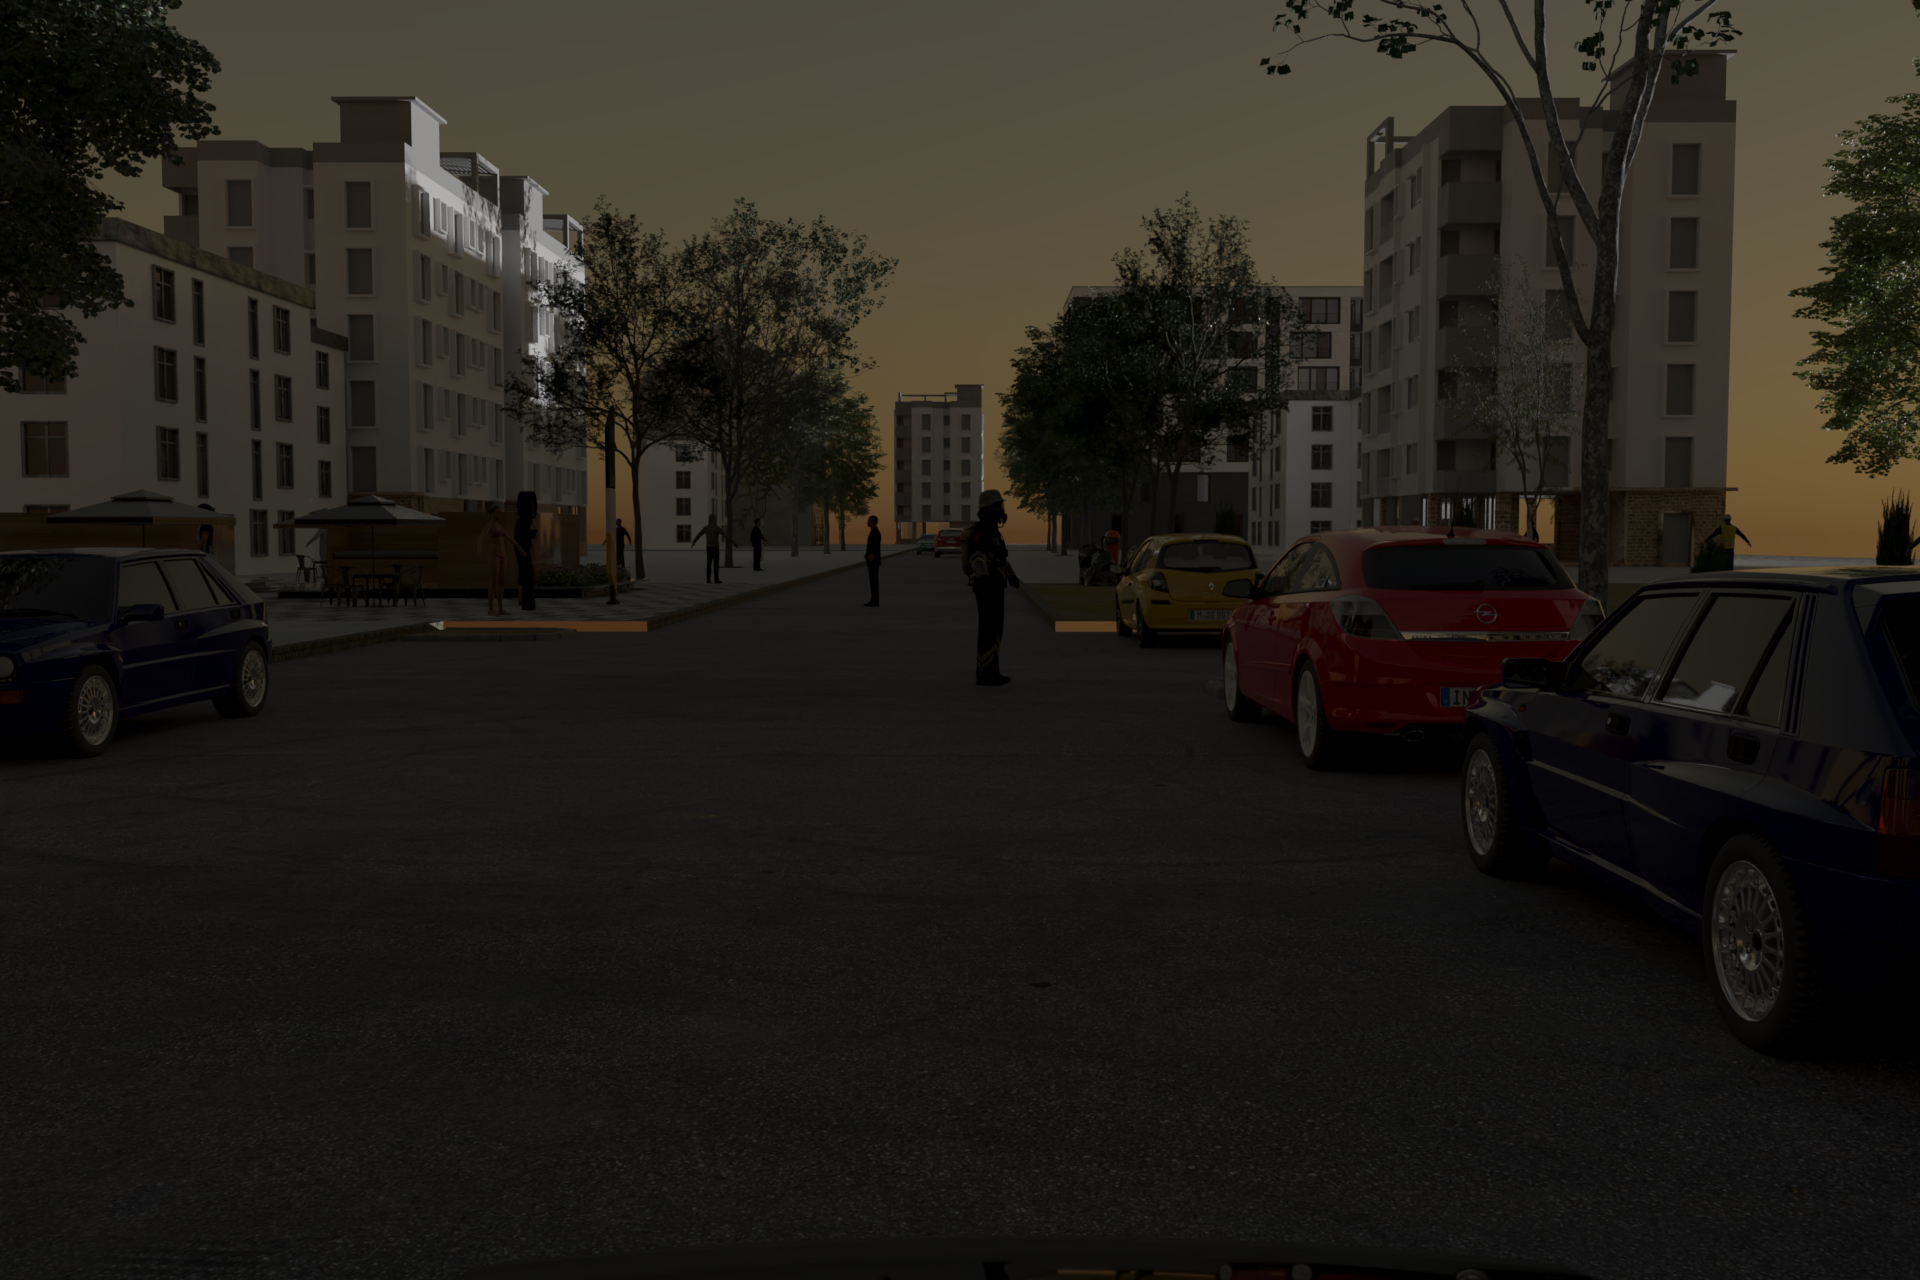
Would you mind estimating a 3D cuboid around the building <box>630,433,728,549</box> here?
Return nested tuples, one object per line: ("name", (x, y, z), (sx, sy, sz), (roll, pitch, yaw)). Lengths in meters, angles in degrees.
("building", (-25.436, -13.191, 157.818), (9.099, 9.664, 28.070), (0, 4, 0))

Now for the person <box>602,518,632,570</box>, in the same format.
("person", (-11.347, -3.140, 57.571), (1.346, 1.802, 0.704), (3, 4, 36))

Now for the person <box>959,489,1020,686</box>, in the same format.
("person", (0.315, -0.504, 16.481), (0.705, 1.856, 1.354), (1, 4, 14))

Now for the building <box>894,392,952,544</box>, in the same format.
("building", (-7.985, -22.219, 222.149), (11.380, 20.090, 16.016), (0, 4, -7))

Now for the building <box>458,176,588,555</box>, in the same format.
("building", (-27.883, -14.462, 92.879), (16.016, 20.090, 11.380), (0, 4, 1))

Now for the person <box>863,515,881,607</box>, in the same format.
("person", (-1.743, -1.568, 34.312), (0.704, 1.802, 1.346), (0, 4, -8))

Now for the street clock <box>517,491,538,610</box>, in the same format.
("street clock", (-7.270, -1.503, 29.143), (0.358, 2.002, 0.471), (0, 4, 1))

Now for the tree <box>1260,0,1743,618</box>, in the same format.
("tree", (9.279, -10.392, 25.797), (12.611, 20.169, 13.585), (0, 3, 0))

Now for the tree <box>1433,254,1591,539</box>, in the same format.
("tree", (15.033, -5.790, 45.034), (4.360, 8.622, 3.978), (0, 3, 0))

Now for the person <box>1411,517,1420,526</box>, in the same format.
("person", (12.963, -2.644, 49.688), (0.721, 1.772, 1.216), (-1, 4, -14))

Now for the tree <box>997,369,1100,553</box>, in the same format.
("tree", (6.194, -12.032, 114.855), (7.486, 12.596, 7.792), (0, 3, 0))

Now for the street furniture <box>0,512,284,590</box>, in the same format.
("street furniture", (-19.854, -1.842, 36.972), (9.812, 1.723, 11.010), (-1, 4, -10))

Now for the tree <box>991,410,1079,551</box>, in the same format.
("tree", (6.821, -13.454, 130.348), (12.009, 13.543, 11.850), (0, 3, 0))

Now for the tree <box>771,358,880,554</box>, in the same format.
("tree", (-9.006, -11.813, 111.274), (7.486, 12.596, 7.792), (0, 3, 0))

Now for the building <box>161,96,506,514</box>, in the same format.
("building", (-28.441, -13.453, 76.381), (16.016, 20.090, 11.380), (0, 4, -1))

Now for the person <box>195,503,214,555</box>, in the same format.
("person", (-13.368, -1.495, 30.594), (0.704, 1.843, 1.345), (-1, 4, -20))

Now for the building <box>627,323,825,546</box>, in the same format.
("building", (-24.576, -21.828, 187.820), (19.493, 23.208, 18.063), (0, 4, 0))

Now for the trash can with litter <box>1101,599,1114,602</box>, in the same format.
("trash can with litter", (3.519, -1.286, 32.091), (1.678, 1.210, 2.233), (0, 4, -1))

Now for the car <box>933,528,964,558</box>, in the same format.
("car", (-0.525, -5.938, 105.759), (2.281, 1.827, 5.304), (0, 4, 0))

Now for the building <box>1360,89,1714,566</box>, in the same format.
("building", (23.983, -13.675, 80.007), (16.016, 20.090, 11.380), (0, 4, 0))

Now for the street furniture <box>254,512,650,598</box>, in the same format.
("street furniture", (-9.677, -1.908, 38.057), (9.812, 1.723, 11.010), (0, 4, -1))

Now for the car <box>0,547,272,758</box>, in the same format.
("car", (-6.390, 0.018, 12.292), (1.945, 1.354, 3.894), (0, 3, 0))

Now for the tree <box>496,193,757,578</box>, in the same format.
("tree", (-9.337, -6.977, 48.486), (7.601, 10.594, 8.767), (-2, 4, -28))

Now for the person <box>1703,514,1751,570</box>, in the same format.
("person", (21.109, -2.552, 47.691), (1.349, 1.833, 0.705), (0, 4, 7))

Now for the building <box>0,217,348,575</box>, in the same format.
("building", (-26.844, -7.213, 60.080), (9.099, 9.664, 28.070), (0, 4, 0))

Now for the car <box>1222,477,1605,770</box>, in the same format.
("car", (2.972, -0.182, 12.009), (2.155, 1.783, 4.494), (0, 4, -1))

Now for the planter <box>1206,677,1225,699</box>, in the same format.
("planter", (3.252, 0.342, 15.552), (1.991, 0.319, 1.994), (0, 4, 0))

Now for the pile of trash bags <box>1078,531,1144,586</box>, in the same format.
("pile of trash bags", (3.942, -2.095, 44.012), (1.912, 1.369, 3.447), (0, 4, 1))

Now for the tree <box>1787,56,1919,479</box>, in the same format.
("tree", (22.437, -7.380, 38.793), (7.486, 12.596, 7.792), (0, 3, 0))

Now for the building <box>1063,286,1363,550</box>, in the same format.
("building", (23.238, -19.286, 159.304), (27.936, 21.610, 32.646), (0, 3, 0))

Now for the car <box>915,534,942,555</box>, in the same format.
("car", (-2.122, -6.757, 122.277), (2.131, 1.459, 4.920), (0, 3, 0))

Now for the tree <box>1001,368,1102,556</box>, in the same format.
("tree", (6.210, -10.851, 103.176), (9.928, 11.665, 9.643), (0, 3, 0))

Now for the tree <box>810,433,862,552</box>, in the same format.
("tree", (-8.676, -10.504, 122.096), (4.737, 8.622, 4.395), (0, 3, 0))

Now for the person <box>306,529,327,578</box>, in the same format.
("person", (-18.494, -2.704, 50.402), (0.705, 1.806, 1.347), (1, 4, 19))

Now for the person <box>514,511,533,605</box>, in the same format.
("person", (-7.910, -1.553, 31.523), (0.704, 1.812, 1.346), (-1, 4, -15))

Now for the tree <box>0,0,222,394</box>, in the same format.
("tree", (-12.288, -6.805, 17.915), (9.857, 13.997, 8.962), (0, 3, 0))

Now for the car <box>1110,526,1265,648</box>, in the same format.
("car", (3.071, -0.796, 23.235), (2.015, 1.641, 3.980), (0, 4, -1))

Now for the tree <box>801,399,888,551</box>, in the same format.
("tree", (-9.037, -12.609, 131.909), (9.928, 11.665, 9.643), (0, 3, 0))

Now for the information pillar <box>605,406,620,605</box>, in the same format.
("information pillar", (-6.345, -2.454, 31.477), (0.183, 3.616, 0.504), (0, 4, 1))

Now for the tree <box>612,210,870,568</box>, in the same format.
("tree", (-8.663, -9.485, 65.442), (12.009, 13.543, 11.850), (0, 3, 0))

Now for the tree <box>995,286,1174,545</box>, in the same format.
("tree", (6.652, -11.272, 90.957), (9.857, 13.997, 8.962), (0, 3, 0))

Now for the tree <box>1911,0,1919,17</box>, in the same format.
("tree", (8.369, -5.552, 8.900), (7.486, 12.596, 7.792), (0, 3, 0))

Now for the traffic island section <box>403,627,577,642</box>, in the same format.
("traffic island section", (-6.431, -0.073, 24.061), (1.991, 0.108, 1.994), (0, 4, 1))

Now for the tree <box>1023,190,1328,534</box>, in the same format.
("tree", (5.796, -6.951, 48.057), (8.767, 10.594, 7.601), (1, 4, 9))

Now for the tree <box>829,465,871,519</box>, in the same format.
("tree", (-14.785, -17.518, 220.837), (7.601, 10.594, 8.767), (0, 4, 1))

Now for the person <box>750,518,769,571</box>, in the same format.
("person", (-7.019, -3.319, 60.193), (0.705, 1.837, 1.347), (-2, 4, -31))

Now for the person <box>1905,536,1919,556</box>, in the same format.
("person", (16.806, -1.416, 29.426), (1.348, 1.796, 0.705), (3, 4, 36))

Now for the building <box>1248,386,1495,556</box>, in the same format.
("building", (23.464, -9.721, 101.084), (9.099, 9.664, 28.070), (0, 4, 0))

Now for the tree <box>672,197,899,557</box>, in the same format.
("tree", (-9.981, -14.793, 97.747), (12.611, 20.169, 13.585), (0, 3, 0))

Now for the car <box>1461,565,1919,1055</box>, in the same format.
("car", (3.038, 0.396, 6.108), (1.945, 1.354, 3.894), (0, 3, 0))

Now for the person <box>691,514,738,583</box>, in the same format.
("person", (-6.453, -2.396, 45.299), (1.348, 1.813, 0.705), (1, 4, 18))

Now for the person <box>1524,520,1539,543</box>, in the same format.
("person", (20.807, -3.490, 63.245), (1.347, 1.806, 0.705), (-3, 5, -41))

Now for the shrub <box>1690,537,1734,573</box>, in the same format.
("shrub", (17.256, -1.752, 39.755), (1.383, 1.207, 1.383), (0, 3, 0))

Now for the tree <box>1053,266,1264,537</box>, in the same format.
("tree", (6.683, -7.510, 57.208), (7.601, 10.594, 8.767), (-2, 4, -23))

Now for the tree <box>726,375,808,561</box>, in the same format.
("tree", (-9.250, -7.995, 81.082), (4.737, 8.622, 4.395), (0, 3, 0))

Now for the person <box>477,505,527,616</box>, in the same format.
("person", (-7.239, -1.254, 27.301), (0.721, 1.733, 1.217), (1, 4, 21))

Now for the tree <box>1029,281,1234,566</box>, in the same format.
("tree", (6.801, -8.784, 69.381), (9.928, 11.665, 9.643), (0, 3, 0))
